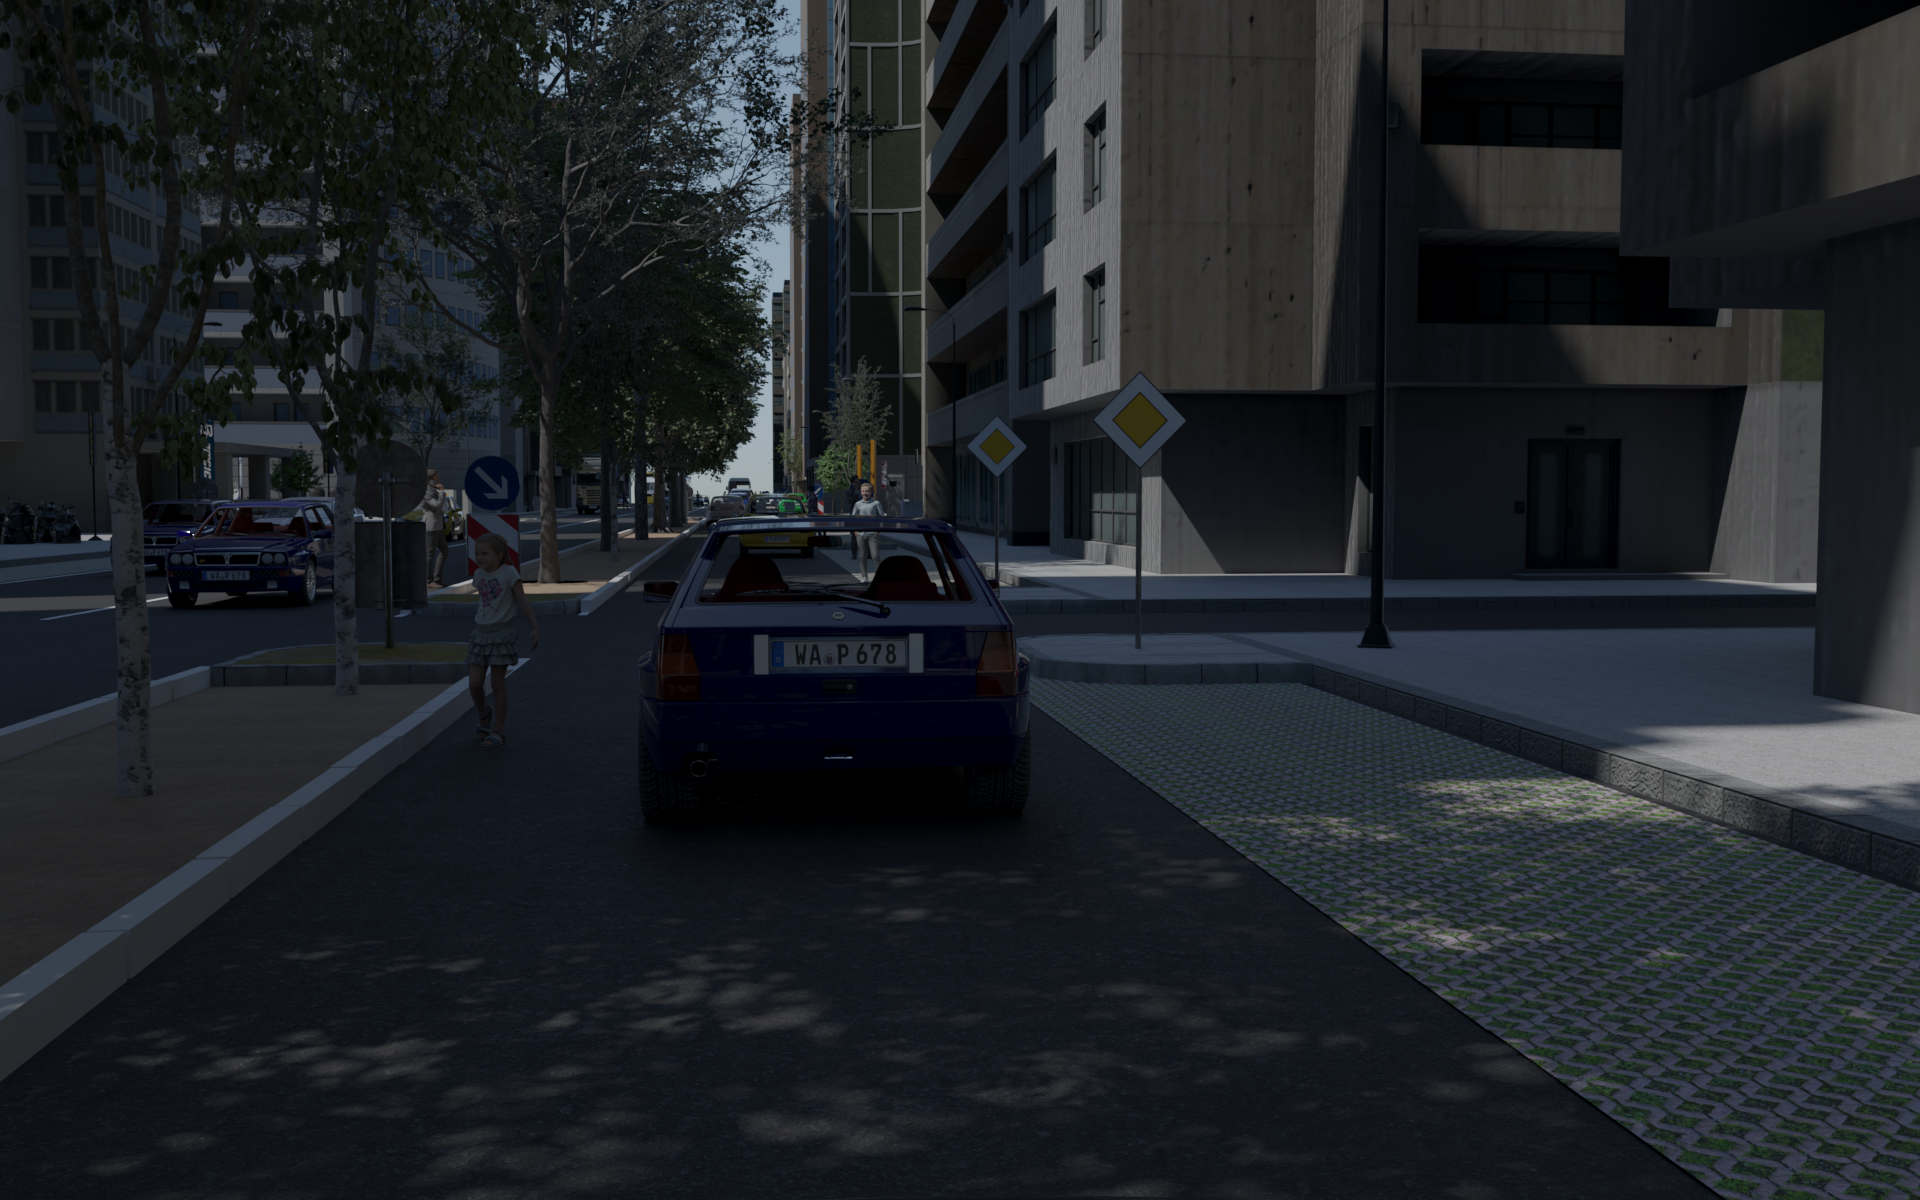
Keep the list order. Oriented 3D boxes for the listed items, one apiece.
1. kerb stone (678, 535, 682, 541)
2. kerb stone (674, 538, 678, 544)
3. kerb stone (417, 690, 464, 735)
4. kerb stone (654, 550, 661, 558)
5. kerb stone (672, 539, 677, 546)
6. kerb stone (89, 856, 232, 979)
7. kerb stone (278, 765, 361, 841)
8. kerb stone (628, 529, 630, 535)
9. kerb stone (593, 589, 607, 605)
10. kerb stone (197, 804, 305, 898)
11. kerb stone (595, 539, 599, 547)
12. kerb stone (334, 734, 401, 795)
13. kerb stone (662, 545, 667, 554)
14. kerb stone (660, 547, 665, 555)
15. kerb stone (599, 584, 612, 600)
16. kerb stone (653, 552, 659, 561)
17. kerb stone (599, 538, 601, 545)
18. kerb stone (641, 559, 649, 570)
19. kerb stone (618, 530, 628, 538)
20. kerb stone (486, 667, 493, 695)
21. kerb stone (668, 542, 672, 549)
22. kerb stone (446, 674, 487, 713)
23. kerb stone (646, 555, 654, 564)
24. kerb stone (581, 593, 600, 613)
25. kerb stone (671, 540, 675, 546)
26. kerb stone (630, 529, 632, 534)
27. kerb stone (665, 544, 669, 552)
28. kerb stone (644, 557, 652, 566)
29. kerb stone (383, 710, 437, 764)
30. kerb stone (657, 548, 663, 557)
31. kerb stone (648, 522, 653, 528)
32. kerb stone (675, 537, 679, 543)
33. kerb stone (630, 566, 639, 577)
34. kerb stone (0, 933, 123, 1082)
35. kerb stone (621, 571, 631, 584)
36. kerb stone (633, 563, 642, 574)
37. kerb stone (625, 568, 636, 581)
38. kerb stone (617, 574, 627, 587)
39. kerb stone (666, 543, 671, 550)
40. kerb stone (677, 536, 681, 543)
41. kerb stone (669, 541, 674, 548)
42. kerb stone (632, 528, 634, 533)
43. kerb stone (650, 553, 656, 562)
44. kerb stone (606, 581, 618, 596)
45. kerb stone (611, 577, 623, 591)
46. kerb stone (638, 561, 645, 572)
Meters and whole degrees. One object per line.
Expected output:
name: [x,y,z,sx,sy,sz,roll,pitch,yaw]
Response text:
kerb stone: [-8.313,-1.750,50.872,0.120,0.150,1.000,0,4,-7]
kerb stone: [-7.928,-1.567,47.824,0.120,0.150,1.000,0,4,-7]
kerb stone: [-3.216,0.704,10.683,0.120,0.150,1.000,0,4,-7]
kerb stone: [-6.632,-0.945,37.654,0.120,0.150,1.000,0,4,-7]
kerb stone: [-7.798,-1.504,46.803,0.120,0.150,1.000,0,4,-7]
kerb stone: [-2.572,1.017,5.602,0.120,0.150,1.000,0,4,-7]
kerb stone: [-2.827,0.892,7.635,0.120,0.150,1.000,0,4,-7]
kerb stone: [-11.559,-2.297,59.757,0.120,0.150,1.000,0,4,-7]
kerb stone: [-4.705,-0.011,22.407,0.120,0.150,1.000,0,4,-7]
kerb stone: [-2.702,0.953,6.620,0.120,0.150,1.000,0,4,-7]
kerb stone: [-9.877,-1.488,46.526,0.120,0.150,1.000,0,4,-7]
kerb stone: [-2.964,0.828,8.651,0.120,0.150,1.000,0,4,-7]
kerb stone: [-7.021,-1.132,40.696,0.120,0.150,1.000,0,4,-7]
kerb stone: [-6.891,-1.069,39.682,0.120,0.150,1.000,0,4,-7]
kerb stone: [-4.836,-0.075,23.429,0.120,0.150,1.000,0,4,-7]
kerb stone: [-6.515,-0.877,36.633,0.120,0.150,1.000,0,4,-7]
kerb stone: [-10.013,-1.548,47.549,0.120,0.150,1.000,0,4,-7]
kerb stone: [-5.992,-0.629,32.571,0.120,0.150,1.000,0,4,-7]
kerb stone: [-11.430,-2.235,58.743,0.120,0.150,1.000,0,4,-7]
kerb stone: [-3.473,0.584,12.713,0.120,0.150,1.000,0,4,-7]
kerb stone: [-7.410,-1.318,43.752,0.120,0.150,1.000,0,4,-7]
kerb stone: [-3.351,0.642,11.698,0.120,0.150,1.000,0,4,-7]
kerb stone: [-6.251,-0.759,34.599,0.120,0.150,1.000,0,4,-7]
kerb stone: [-4.575,0.049,21.389,0.120,0.150,1.000,0,4,-7]
kerb stone: [-7.672,-1.443,45.789,0.120,0.150,1.000,0,4,-7]
kerb stone: [-11.686,-2.360,60.774,0.120,0.150,1.000,0,4,-7]
kerb stone: [-7.154,-1.194,41.721,0.120,0.150,1.000,0,4,-7]
kerb stone: [-6.116,-0.697,33.586,0.120,0.150,1.000,0,4,-7]
kerb stone: [-3.082,0.767,9.667,0.120,0.150,1.000,0,4,-7]
kerb stone: [-6.771,-1.006,38.667,0.120,0.150,1.000,0,4,-7]
kerb stone: [-13.886,-3.415,78.073,0.120,0.150,1.000,0,4,-7]
kerb stone: [-8.063,-1.627,48.842,0.120,0.150,1.000,0,4,-7]
kerb stone: [-5.612,-0.448,29.527,0.120,0.150,1.000,0,4,-7]
kerb stone: [-2.447,1.079,4.587,0.120,0.150,1.000,0,4,-7]
kerb stone: [-5.351,-0.324,27.487,0.120,0.150,1.000,0,4,-7]
kerb stone: [-5.735,-0.511,30.543,0.120,0.150,1.000,0,4,-7]
kerb stone: [-5.473,-0.386,28.511,0.120,0.150,1.000,0,4,-7]
kerb stone: [-5.222,-0.262,26.473,0.120,0.150,1.000,0,4,-7]
kerb stone: [-7.285,-1.252,42.738,0.120,0.150,1.000,0,4,-7]
kerb stone: [-8.190,-1.692,49.856,0.120,0.150,1.000,0,4,-7]
kerb stone: [-7.538,-1.381,44.769,0.120,0.150,1.000,0,4,-7]
kerb stone: [-11.811,-2.422,61.788,0.120,0.150,1.000,0,4,-7]
kerb stone: [-6.387,-0.821,35.618,0.120,0.150,1.000,0,4,-7]
kerb stone: [-4.963,-0.135,24.443,0.120,0.150,1.000,0,4,-7]
kerb stone: [-5.092,-0.200,25.459,0.120,0.150,1.000,0,4,-7]
kerb stone: [-5.866,-0.573,31.557,0.120,0.150,1.000,0,4,-7]
